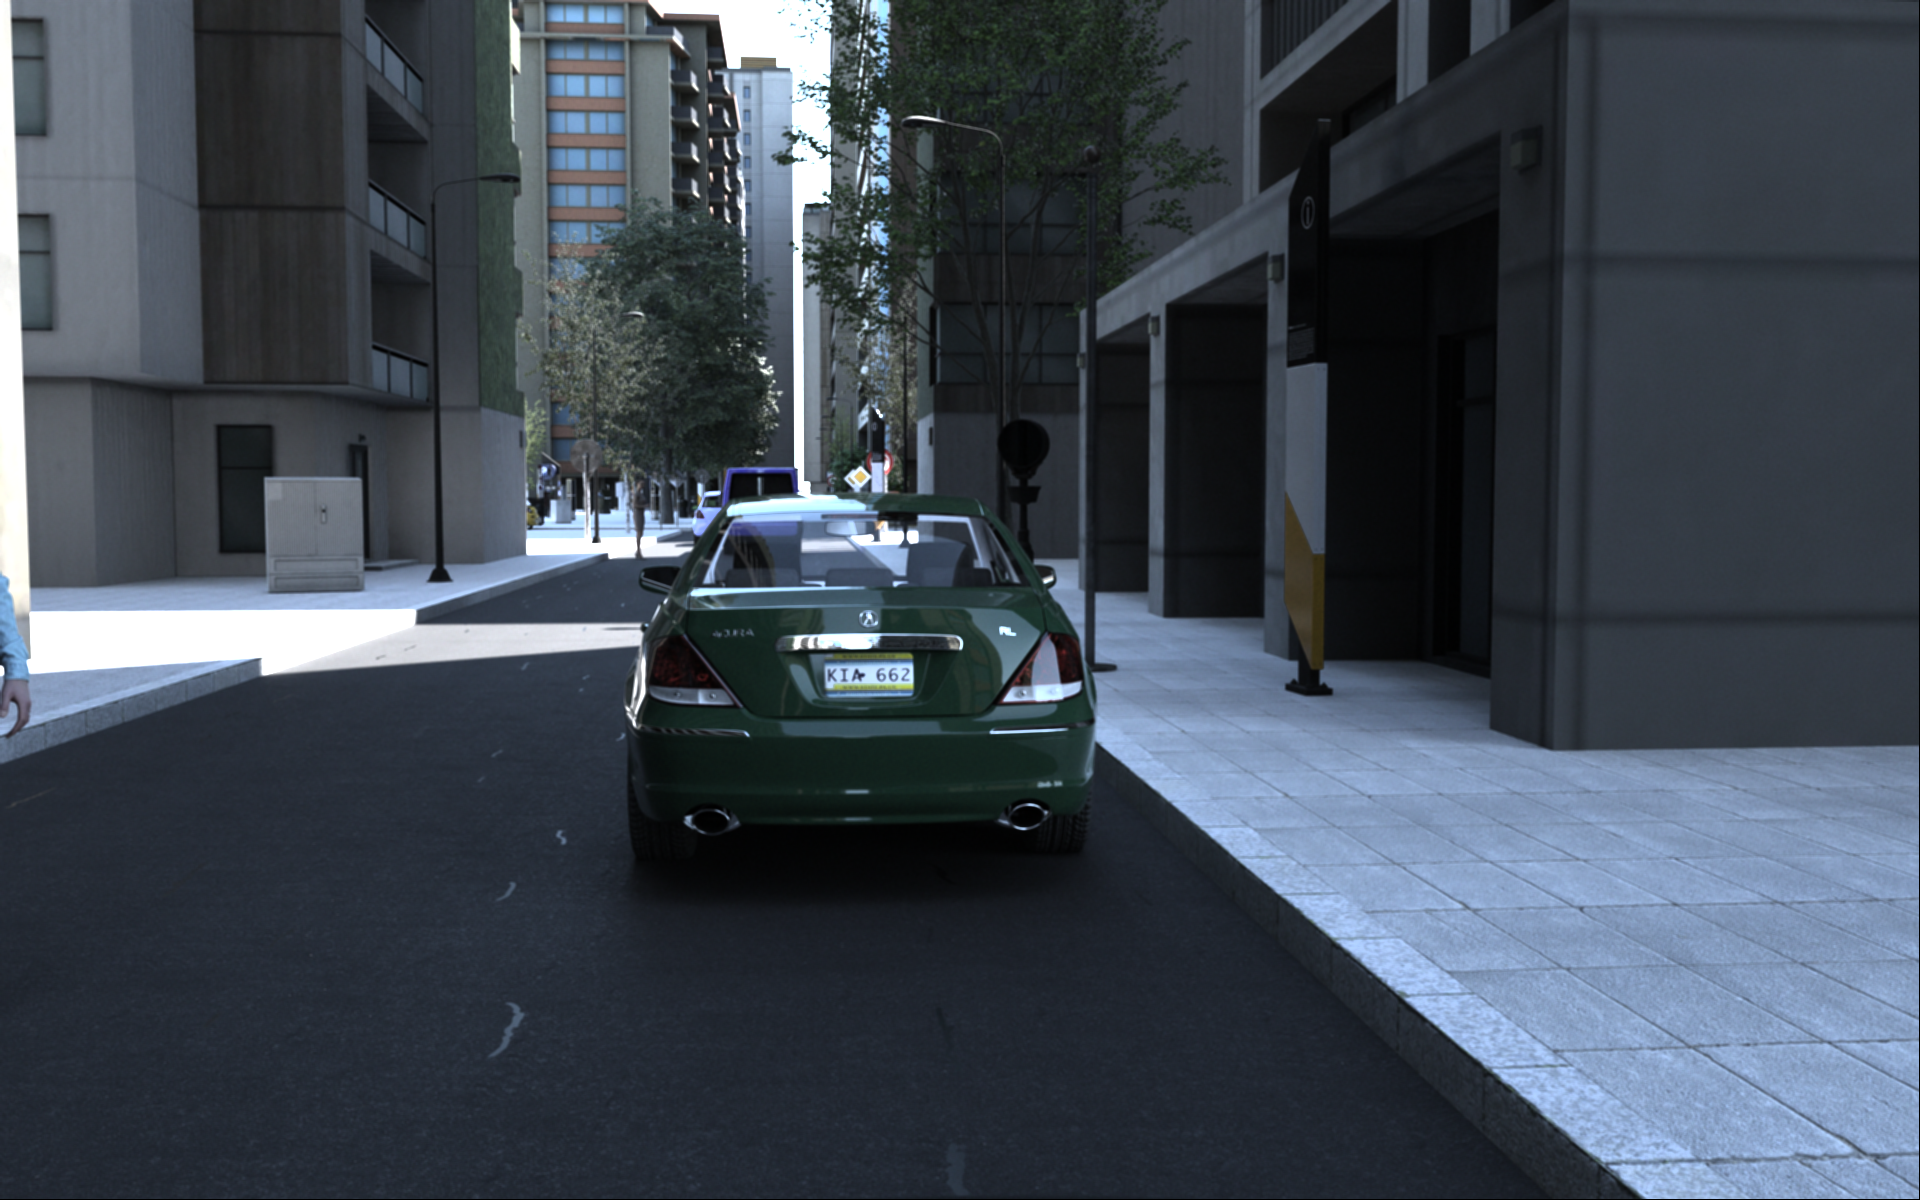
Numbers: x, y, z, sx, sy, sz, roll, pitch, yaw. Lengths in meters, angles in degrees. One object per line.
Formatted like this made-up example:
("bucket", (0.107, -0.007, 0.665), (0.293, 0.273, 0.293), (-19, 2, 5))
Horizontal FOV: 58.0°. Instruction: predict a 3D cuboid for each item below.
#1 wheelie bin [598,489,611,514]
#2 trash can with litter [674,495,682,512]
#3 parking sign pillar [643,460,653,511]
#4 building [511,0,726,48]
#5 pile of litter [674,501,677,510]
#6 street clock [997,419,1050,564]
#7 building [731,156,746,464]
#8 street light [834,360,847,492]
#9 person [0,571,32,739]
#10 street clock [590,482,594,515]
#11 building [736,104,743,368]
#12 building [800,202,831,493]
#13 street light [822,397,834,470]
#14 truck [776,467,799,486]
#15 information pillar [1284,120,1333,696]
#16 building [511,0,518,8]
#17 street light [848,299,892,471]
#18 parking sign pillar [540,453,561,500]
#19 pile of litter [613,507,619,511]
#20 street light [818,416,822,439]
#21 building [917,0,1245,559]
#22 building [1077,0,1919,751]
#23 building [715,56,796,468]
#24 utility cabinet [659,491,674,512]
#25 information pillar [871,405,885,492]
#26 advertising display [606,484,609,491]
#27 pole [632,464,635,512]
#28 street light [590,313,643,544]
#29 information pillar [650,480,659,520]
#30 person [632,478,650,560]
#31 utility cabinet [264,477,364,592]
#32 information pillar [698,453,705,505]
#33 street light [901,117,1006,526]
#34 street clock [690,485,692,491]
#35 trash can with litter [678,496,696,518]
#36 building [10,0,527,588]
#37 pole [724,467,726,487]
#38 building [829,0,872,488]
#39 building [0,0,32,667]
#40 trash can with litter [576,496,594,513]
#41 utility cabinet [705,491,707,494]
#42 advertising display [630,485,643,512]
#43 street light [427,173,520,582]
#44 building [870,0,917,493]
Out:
("wheelie bin", (-22.785, -6.292, 110.777), (0.693, 1.594, 0.980), (3, 4, 37))
("trash can with litter", (-20.560, -7.110, 127.312), (1.678, 1.210, 2.233), (-2, 4, -26))
("parking sign pillar", (-24.013, -8.903, 134.035), (1.447, 3.967, 1.447), (1, 4, 16))
("building", (-32.023, -30.651, 155.775), (22.147, 44.769, 28.867), (0, 4, -5))
("pile of litter", (-22.804, -7.719, 140.162), (1.719, 0.858, 1.176), (0, 4, 4))
("street clock", (0.618, -0.753, 16.878), (0.471, 2.002, 0.358), (1, 4, 16))
("building", (-32.966, -32.158, 209.384), (14.086, 41.232, 14.154), (0, 4, -5))
("street light", (-3.550, -5.367, 60.286), (1.470, 5.913, 1.316), (0, 4, -5))
("person", (-2.804, 0.233, 4.547), (0.638, 1.841, 0.748), (-3, 4, -38))
("street clock", (-22.458, -6.166, 105.391), (0.358, 2.002, 0.471), (0, 4, -7))
("building", (-34.559, -32.426, 184.797), (22.147, 44.769, 28.867), (0, 4, -5))
("building", (-14.579, -33.771, 235.750), (14.086, 41.232, 14.154), (0, 4, -5))
("street light", (-5.742, -6.777, 83.353), (1.470, 5.913, 1.316), (0, 4, -5))
("truck", (-18.745, -12.128, 187.205), (2.839, 4.237, 11.283), (0, 4, -7))
("information pillar", (2.236, -1.211, 11.154), (0.183, 3.616, 0.504), (-1, 4, -11))
("building", (-60.976, -48.598, 232.828), (20.611, 71.187, 20.563), (0, 4, -5))
("street light", (-1.841, -4.190, 41.054), (1.470, 5.913, 1.316), (0, 4, -5))
("parking sign pillar", (-26.511, -7.561, 112.096), (1.447, 3.967, 1.447), (1, 4, 17))
("pile of litter", (-26.527, -7.410, 135.119), (1.176, 0.858, 1.719), (2, 4, 34))
("street light", (-7.550, -7.970, 102.844), (1.470, 5.913, 1.316), (0, 4, -5))
("building", (5.846, -16.442, 40.526), (14.160, 30.474, 14.107), (0, 4, -5))
("building", (12.705, -35.086, 11.916), (20.563, 71.187, 20.611), (0, 4, -5))
("building", (-36.596, -42.432, 235.765), (28.212, 58.520, 21.231), (0, 4, -5))
("utility cabinet", (-18.980, -6.294, 111.579), (0.318, 1.500, 1.173), (3, 5, 39))
("information pillar", (-2.165, -3.322, 45.661), (0.183, 3.616, 0.504), (-3, 5, -40))
("advertising display", (-23.188, -6.649, 113.930), (0.123, 1.923, 0.974), (0, 4, -8))
("pole", (-22.188, -7.582, 117.805), (0.158, 3.312, 0.155), (0, 3, 0))
("street light", (-8.802, -4.396, 44.424), (1.470, 5.913, 1.316), (0, 4, -5))
("information pillar", (-15.011, -4.938, 85.220), (0.304, 2.012, 0.304), (3, 4, 37))
("person", (-7.010, -1.788, 38.076), (0.374, 1.781, 0.599), (0, 4, 5))
("utility cabinet", (-8.437, -0.854, 22.648), (1.173, 1.500, 0.318), (-2, 4, -27))
("information pillar", (-13.292, -5.975, 89.041), (0.504, 3.616, 0.183), (3, 5, 42))
("street light", (-0.022, -2.997, 21.537), (1.470, 5.913, 1.316), (0, 4, -5))
("street clock", (-21.156, -7.980, 135.042), (0.471, 2.002, 0.358), (-2, 4, -28))
("trash can with litter", (-16.268, -5.612, 103.139), (1.055, 1.170, 0.624), (0, 4, 8))
("building", (-15.587, -21.079, 28.237), (14.154, 41.232, 14.086), (0, 4, -5))
("pole", (-15.766, -7.494, 116.365), (0.158, 3.312, 0.155), (0, 3, 0))
("building", (-0.884, -32.591, 156.571), (21.300, 48.544, 21.600), (0, 4, -5))
("building", (-16.825, -23.047, 0.516), (21.300, 48.544, 21.600), (0, 4, -5))
("trash can with litter", (-25.376, -6.457, 116.626), (2.233, 1.210, 1.678), (2, 4, 31))
("utility cabinet", (-18.304, -7.049, 123.935), (0.318, 1.500, 1.173), (-1, 4, -13))
("advertising display", (-23.636, -7.431, 126.714), (0.974, 1.923, 0.123), (1, 4, 14))
("street light", (-7.068, -3.220, 25.194), (1.470, 5.913, 1.316), (0, 4, -5))
("building", (2.339, -27.131, 93.699), (14.600, 45.320, 14.200), (0, 4, -5))
